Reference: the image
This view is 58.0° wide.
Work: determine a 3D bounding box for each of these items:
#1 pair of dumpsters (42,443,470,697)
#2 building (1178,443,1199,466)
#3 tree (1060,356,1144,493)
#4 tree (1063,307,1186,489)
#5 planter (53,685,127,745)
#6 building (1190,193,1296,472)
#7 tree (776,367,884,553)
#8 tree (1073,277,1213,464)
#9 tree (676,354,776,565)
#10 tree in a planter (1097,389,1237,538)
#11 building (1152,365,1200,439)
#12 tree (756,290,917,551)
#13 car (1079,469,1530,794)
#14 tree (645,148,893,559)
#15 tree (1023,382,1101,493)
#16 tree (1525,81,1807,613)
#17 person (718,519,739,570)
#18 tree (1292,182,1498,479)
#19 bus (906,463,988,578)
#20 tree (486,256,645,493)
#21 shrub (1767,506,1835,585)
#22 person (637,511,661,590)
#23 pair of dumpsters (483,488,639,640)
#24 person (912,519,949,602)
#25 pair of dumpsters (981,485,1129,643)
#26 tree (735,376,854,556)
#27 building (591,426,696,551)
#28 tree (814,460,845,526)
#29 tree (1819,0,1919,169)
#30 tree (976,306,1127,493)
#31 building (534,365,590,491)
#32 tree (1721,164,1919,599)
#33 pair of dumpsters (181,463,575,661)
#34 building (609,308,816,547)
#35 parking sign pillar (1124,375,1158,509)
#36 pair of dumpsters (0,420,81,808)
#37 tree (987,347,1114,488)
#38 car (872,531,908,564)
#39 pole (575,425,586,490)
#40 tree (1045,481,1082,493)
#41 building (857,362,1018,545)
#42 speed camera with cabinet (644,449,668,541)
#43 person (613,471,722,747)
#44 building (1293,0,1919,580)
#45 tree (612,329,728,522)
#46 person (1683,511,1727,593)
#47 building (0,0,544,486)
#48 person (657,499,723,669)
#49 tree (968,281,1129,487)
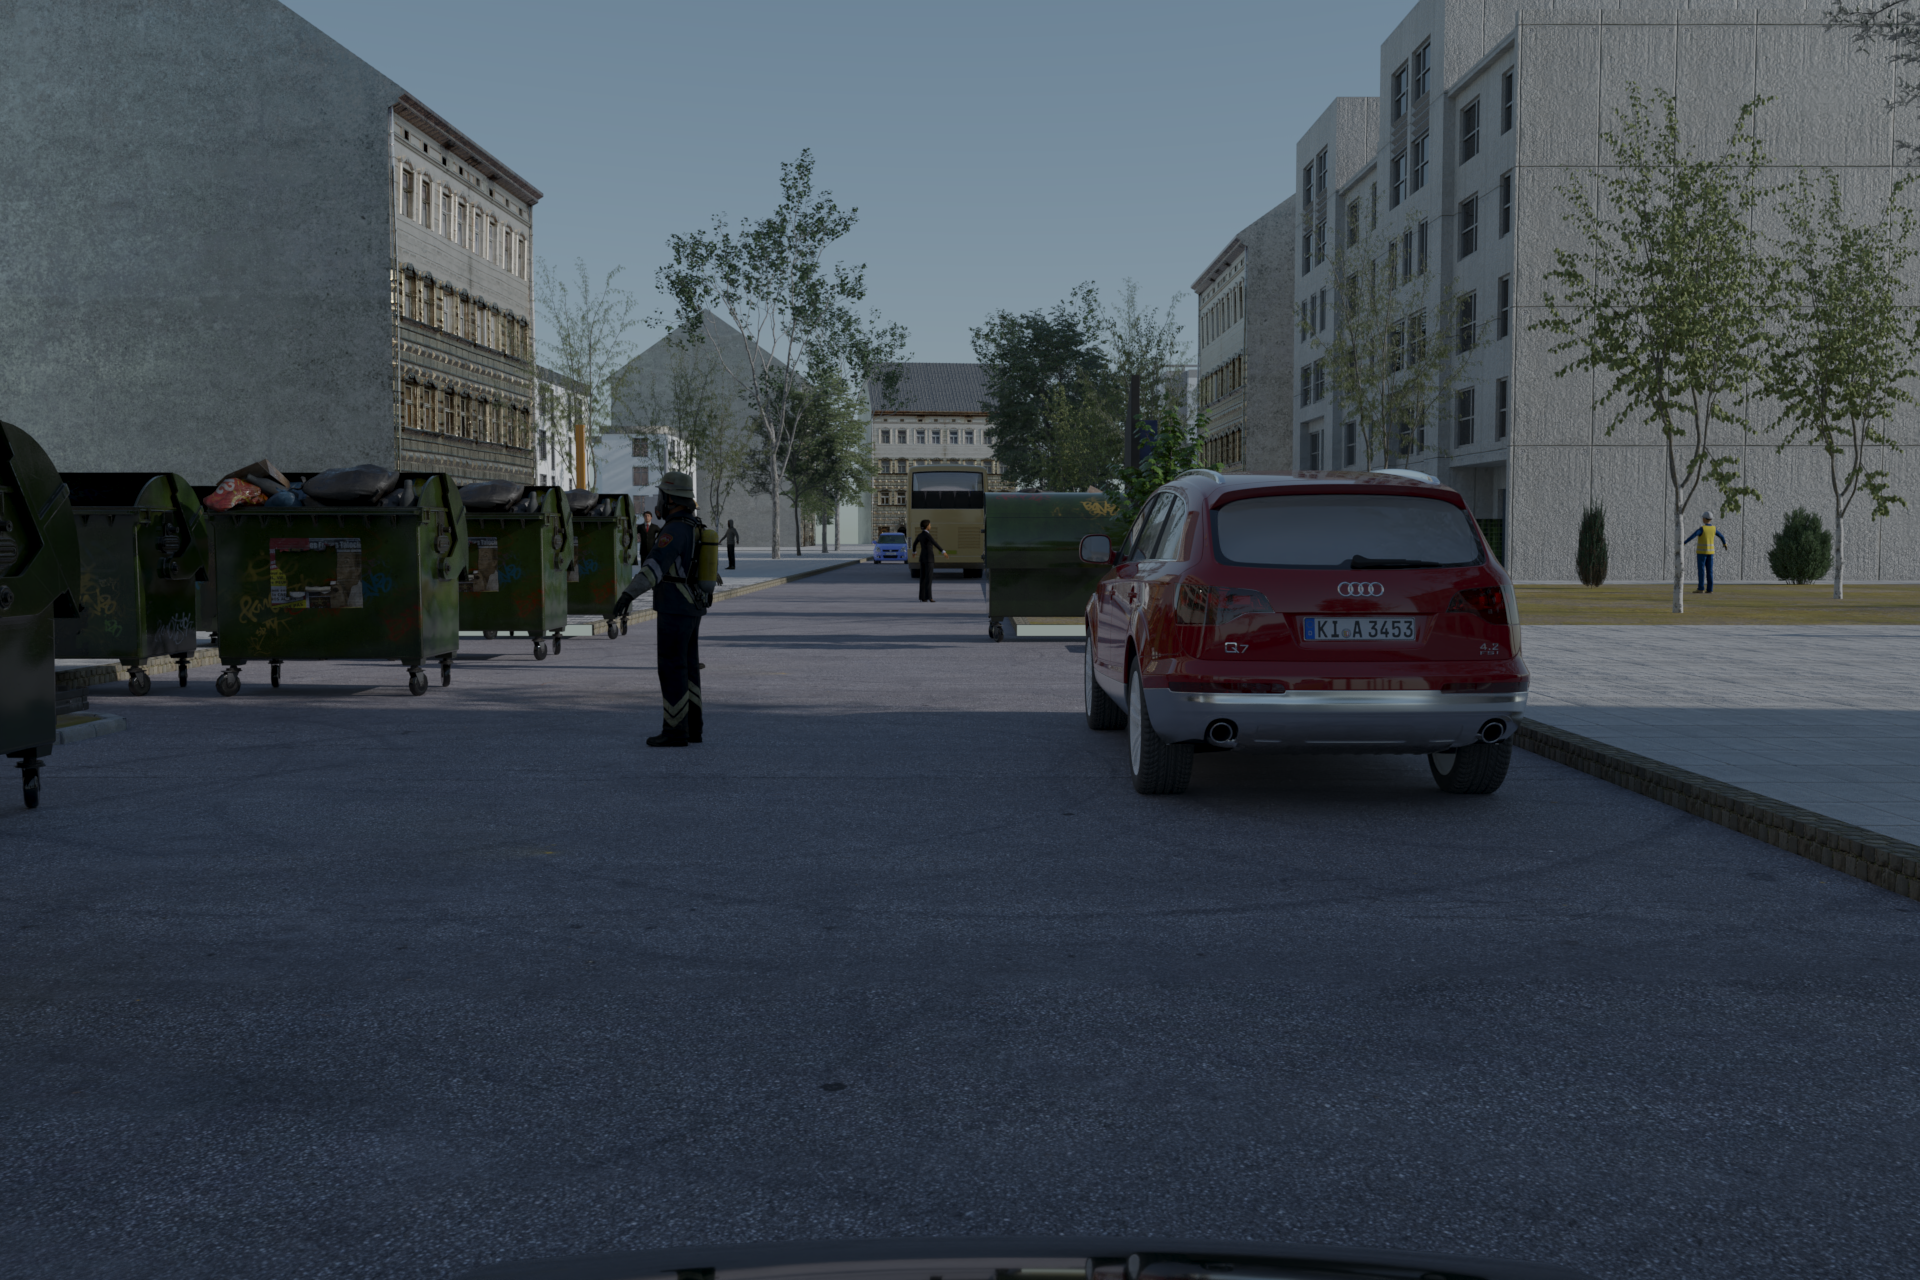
[{"bbox_3d":[-6.831,-0.655,15.664,4.436,2.255,1.574,0,3,0],"label":"pair of dumpsters"},{"bbox_3d":[23.138,-13.307,159.723,9.099,9.664,28.070,0,4,0],"label":"building"},{"bbox_3d":[5.729,-7.461,72.355,4.360,8.622,3.978,0,3,0],"label":"tree"},{"bbox_3d":[5.535,-6.507,56.758,4.737,8.622,4.395,0,3,0],"label":"tree"},{"bbox_3d":[-7.101,0.547,12.204,1.991,0.319,1.994,0,4,0],"label":"planter"},{"bbox_3d":[23.734,-16.252,96.654,19.493,23.208,18.063,0,4,0],"label":"building"},{"bbox_3d":[-9.052,-12.173,117.150,7.486,12.596,7.792,0,3,0],"label":"tree"},{"bbox_3d":[5.447,-6.076,49.713,4.360,8.622,3.978,0,3,0],"label":"tree"},{"bbox_3d":[-10.255,-7.391,71.203,4.360,8.622,3.978,0,3,0],"label":"tree"},{"bbox_3d":[2.603,-1.479,21.412,1.991,3.239,1.994,0,4,0],"label":"tree in a planter"},{"bbox_3d":[26.007,-20.381,189.652,16.016,20.090,11.380,0,4,0],"label":"building"},{"bbox_3d":[-9.225,-16.850,131.388,12.611,20.169,13.585,0,3,0],"label":"tree"},{"bbox_3d":[1.952,-0.147,11.078,2.281,1.827,5.304,0,4,0],"label":"car"},{"bbox_3d":[-9.490,-14.138,87.047,12.611,20.169,13.585,0,3,0],"label":"tree"},{"bbox_3d":[5.167,-8.101,82.821,4.737,8.622,4.395,0,3,0],"label":"tree"},{"bbox_3d":[11.515,-4.738,27.824,4.737,8.622,4.395,0,3,0],"label":"tree"},{"bbox_3d":[-8.298,-3.451,62.546,0.705,1.813,1.348,-3,4,-38],"label":"person"},{"bbox_3d":[8.882,-5.286,36.793,4.360,8.622,3.978,0,3,0],"label":"tree"},{"bbox_3d":[-0.485,-4.143,59.287,2.896,3.916,12.252,0,4,-1],"label":"bus"},{"bbox_3d":[-9.632,-5.818,45.482,4.360,8.622,3.978,0,3,0],"label":"tree"},{"bbox_3d":[21.404,-2.426,44.085,1.690,2.028,1.600,0,3,0],"label":"shrub"},{"bbox_3d":[-7.103,-2.032,39.416,1.347,1.806,0.705,0,4,-5],"label":"person"},{"bbox_3d":[-6.757,-1.158,23.889,4.436,2.255,1.574,0,4,0],"label":"pair of dumpsters"},{"bbox_3d":[-0.646,-1.664,36.381,0.721,1.740,1.216,-3,4,-37],"label":"person"},{"bbox_3d":[2.496,-1.127,23.379,4.436,2.255,1.574,0,4,-1],"label":"pair of dumpsters"},{"bbox_3d":[-9.863,-10.255,102.075,7.601,10.594,8.767,-1,4,-10],"label":"tree"},{"bbox_3d":[-27.009,-12.621,148.498,9.099,9.664,28.070,0,4,1],"label":"building"},{"bbox_3d":[-19.127,-19.208,220.711,9.857,13.997,8.962,0,3,0],"label":"tree"},{"bbox_3d":[8.436,-6.076,9.705,12.009,13.543,11.850,0,3,0],"label":"tree"},{"bbox_3d":[5.689,-11.620,96.640,9.857,13.997,8.962,0,3,0],"label":"tree"},{"bbox_3d":[-25.450,-9.556,98.387,9.099,9.664,28.070,0,3,0],"label":"building"},{"bbox_3d":[17.198,-5.112,33.938,4.737,8.622,4.395,0,3,0],"label":"tree"},{"bbox_3d":[-6.792,-0.918,19.968,4.436,2.255,1.574,0,4,0],"label":"pair of dumpsters"},{"bbox_3d":[-24.845,-21.225,177.959,19.493,23.208,18.063,0,4,-1],"label":"building"},{"bbox_3d":[3.110,-2.542,30.040,1.447,3.967,1.447,0,4,0],"label":"parking sign pillar"},{"bbox_3d":[-6.862,-0.216,8.480,4.436,2.255,1.574,0,4,1],"label":"pair of dumpsters"},{"bbox_3d":[6.180,-12.347,112.244,12.009,13.543,11.850,0,3,0],"label":"tree"},{"bbox_3d":[-3.279,-4.547,83.940,1.945,1.707,3.694,0,4,0],"label":"car"},{"bbox_3d":[-7.087,-2.359,32.413,0.158,3.312,0.155,0,3,0],"label":"pole"},{"bbox_3d":[13.703,-17.750,215.972,9.928,11.665,9.643,0,3,0],"label":"tree"},{"bbox_3d":[-3.204,-23.686,220.655,18.063,23.208,19.493,-1,4,-8],"label":"building"},{"bbox_3d":[-6.997,-2.850,40.930,0.660,3.252,2.038,0,4,1],"label":"speed camera with cabinet"},{"bbox_3d":[-1.939,-0.217,11.778,0.705,1.856,1.354,1,4,17],"label":"person"},{"bbox_3d":[23.563,-12.028,63.119,16.747,18.905,31.486,0,3,0],"label":"building"},{"bbox_3d":[-9.881,-6.821,61.880,4.360,8.622,3.978,0,3,0],"label":"tree"},{"bbox_3d":[16.115,-1.901,37.550,1.216,1.772,0.721,-1,4,-14],"label":"person"},{"bbox_3d":[-28.429,-14.523,68.387,19.493,23.208,18.063,0,4,1],"label":"building"},{"bbox_3d":[-2.916,-0.623,18.412,0.705,1.858,1.354,-2,4,-34],"label":"person"},{"bbox_3d":[7.303,-16.706,129.033,12.611,20.169,13.585,0,3,0],"label":"tree"}]
